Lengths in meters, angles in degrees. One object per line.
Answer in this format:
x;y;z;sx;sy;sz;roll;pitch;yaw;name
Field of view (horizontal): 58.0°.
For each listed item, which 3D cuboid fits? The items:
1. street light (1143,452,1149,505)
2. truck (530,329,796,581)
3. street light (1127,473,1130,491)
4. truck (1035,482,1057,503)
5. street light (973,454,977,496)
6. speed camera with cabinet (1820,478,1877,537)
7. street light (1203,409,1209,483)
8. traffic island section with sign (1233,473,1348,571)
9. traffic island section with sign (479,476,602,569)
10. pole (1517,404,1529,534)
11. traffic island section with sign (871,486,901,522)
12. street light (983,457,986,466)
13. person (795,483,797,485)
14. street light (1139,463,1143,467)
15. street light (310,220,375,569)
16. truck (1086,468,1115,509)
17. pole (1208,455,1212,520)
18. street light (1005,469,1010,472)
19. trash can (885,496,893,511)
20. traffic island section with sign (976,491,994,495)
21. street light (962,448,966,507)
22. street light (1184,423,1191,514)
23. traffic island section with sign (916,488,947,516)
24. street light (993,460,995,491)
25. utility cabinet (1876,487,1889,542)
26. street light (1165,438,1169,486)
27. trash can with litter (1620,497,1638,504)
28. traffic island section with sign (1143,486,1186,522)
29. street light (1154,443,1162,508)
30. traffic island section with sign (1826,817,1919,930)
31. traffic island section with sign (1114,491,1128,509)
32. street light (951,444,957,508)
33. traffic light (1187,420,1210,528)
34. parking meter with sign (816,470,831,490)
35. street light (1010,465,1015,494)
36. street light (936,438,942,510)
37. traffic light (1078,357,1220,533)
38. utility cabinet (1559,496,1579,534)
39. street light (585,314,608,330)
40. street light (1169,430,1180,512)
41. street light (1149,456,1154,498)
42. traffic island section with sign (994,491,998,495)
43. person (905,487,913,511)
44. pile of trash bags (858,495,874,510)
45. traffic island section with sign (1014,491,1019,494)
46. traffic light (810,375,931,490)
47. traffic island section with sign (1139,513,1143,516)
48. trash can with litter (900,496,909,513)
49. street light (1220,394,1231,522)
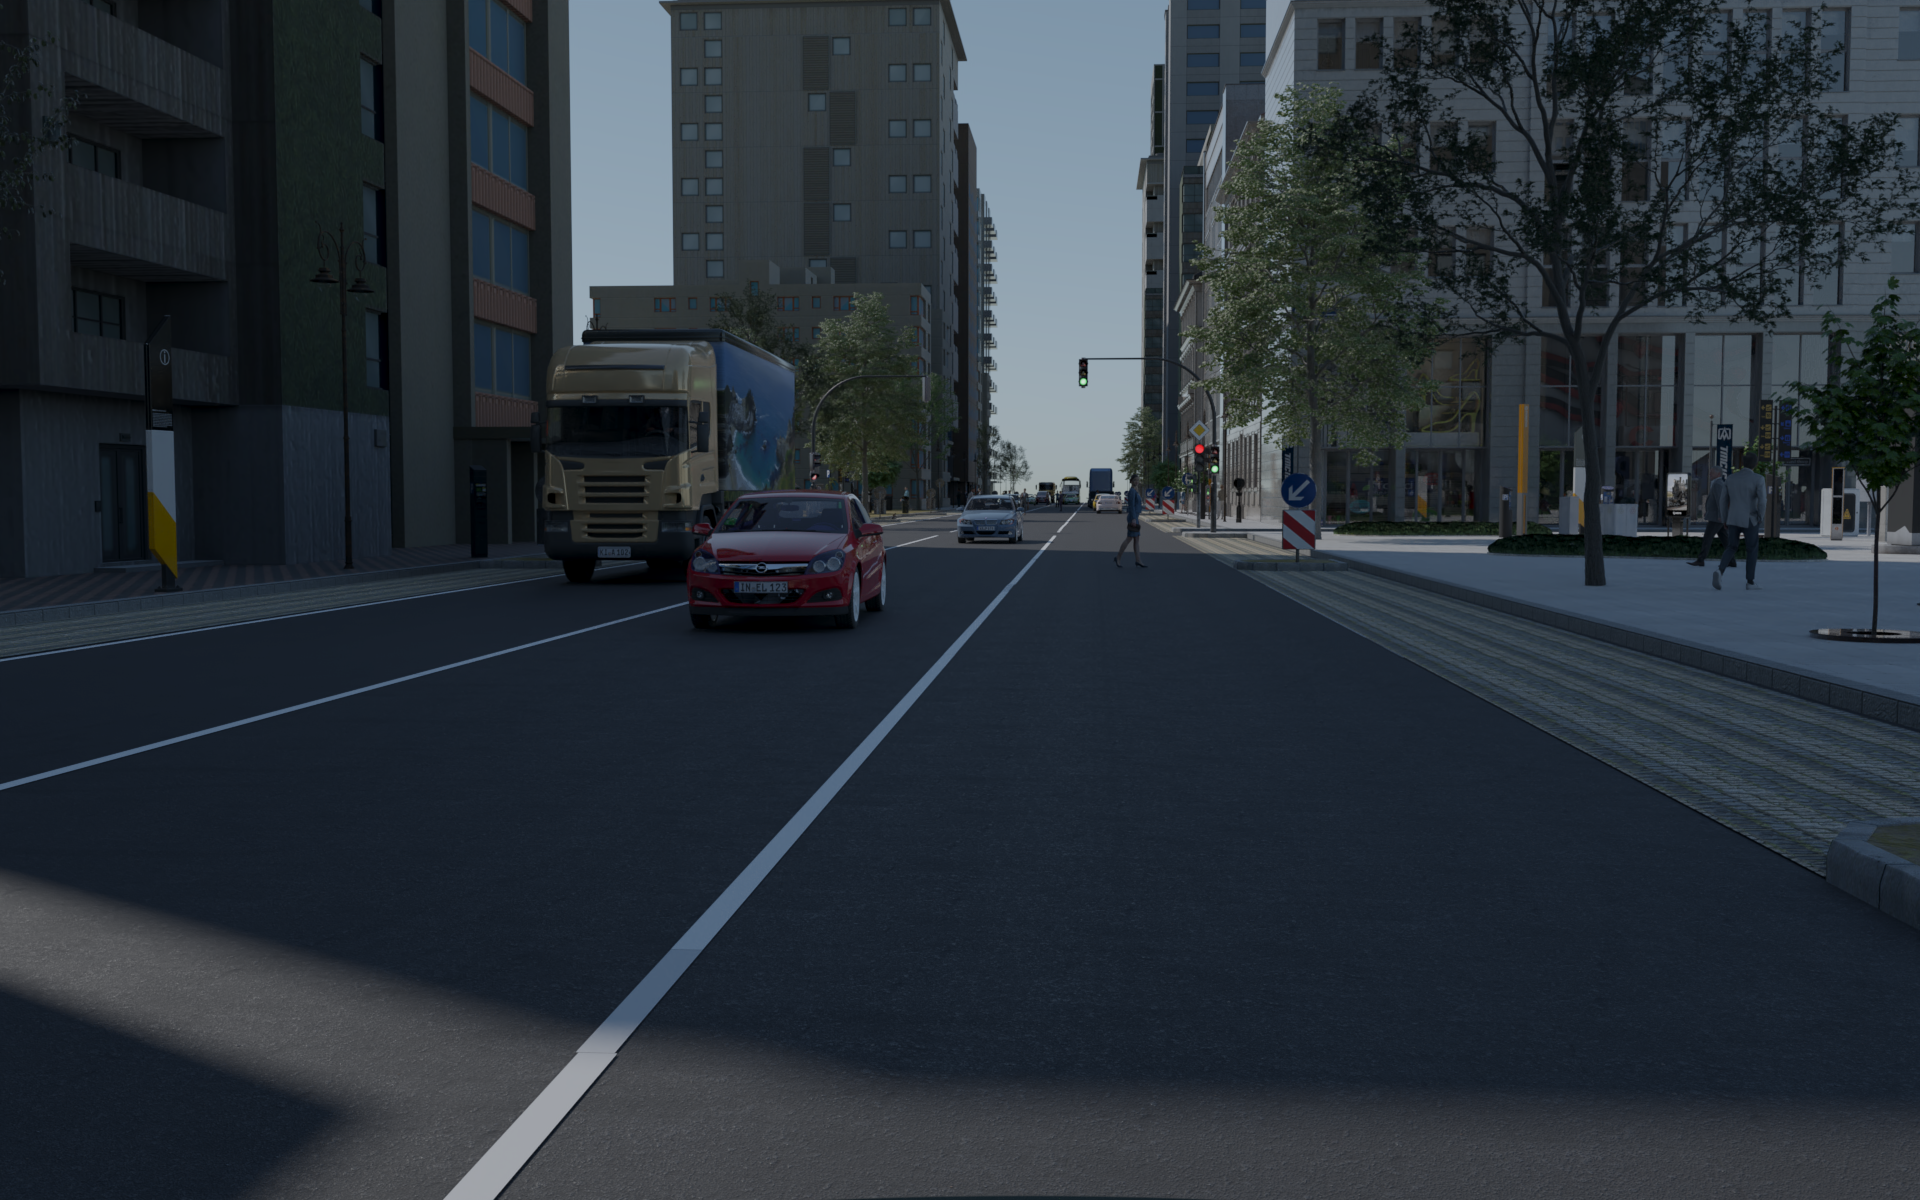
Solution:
20.224;-13.027;185.771;0.468;5.910;1.993;0;4;4;street light
-5.080;-2.620;31.752;2.839;4.237;11.283;0;4;3;truck
26.608;-18.087;268.504;0.468;5.910;1.993;0;4;4;street light
14.078;-17.410;280.576;3.469;3.379;9.791;0;4;4;truck
1.664;-13.223;188.983;0.468;5.910;1.993;0;4;4;street light
27.093;-3.554;52.450;2.038;3.252;0.660;-1;4;-20;speed camera with cabinet
13.308;-7.443;94.477;0.468;5.910;1.993;0;4;4;street light
6.248;-1.489;32.981;1.989;1.847;2.006;0;4;4;traffic island section with sign
-8.144;-1.551;33.982;1.989;1.847;2.006;0;4;4;traffic island section with sign
12.800;-2.786;39.393;0.158;3.312;0.155;0;3;0;pole
-4.036;-4.839;87.742;1.989;1.847;2.006;0;4;4;traffic island section with sign
2.840;-14.127;203.761;0.468;5.910;1.993;0;4;4;street light
-7.453;-4.411;78.589;0.534;1.772;0.576;-2;4;-30;person
21.356;-13.953;200.914;0.468;5.910;1.993;0;4;4;street light
-10.498;-3.474;29.584;0.468;5.910;1.993;0;4;4;street light
14.263;-11.225;173.286;2.967;4.110;18.799;0;4;3;truck
12.584;-5.698;87.002;0.158;3.312;0.155;0;3;0;pole
6.820;-17.359;256.612;0.468;5.910;1.993;0;4;4;street light
-5.469;-7.400;132.646;0.748;1.137;0.748;0;3;0;trash can
1.921;-9.616;165.842;1.989;1.847;2.006;0;4;4;traffic island section with sign
0.450;-12.293;173.782;0.468;5.910;1.993;0;4;4;street light
14.444;-8.391;109.982;0.468;5.910;1.993;0;4;4;street light
-1.907;-6.556;115.825;1.989;1.847;2.006;0;4;4;traffic island section with sign
4.521;-15.501;226.236;0.468;5.910;1.993;0;4;4;street light
25.038;-2.306;46.379;1.173;1.500;0.318;-2;4;-26;utility cabinet
16.842;-10.222;139.918;0.468;5.910;1.993;0;4;4;street light
52.397;-7.623;136.030;1.055;1.170;0.624;-1;4;-17;trash can with litter
10.466;-4.868;88.218;1.989;1.847;2.006;0;4;4;traffic island section with sign
17.955;-11.208;156.045;0.468;5.910;1.993;0;4;4;street light
4.165;0.169;5.859;1.989;1.847;2.006;0;4;4;traffic island section with sign
18.405;-11.233;192.280;1.989;1.847;2.006;0;4;4;traffic island section with sign
-0.605;-11.346;158.295;0.468;5.910;1.993;0;4;4;street light
9.015;-4.684;65.501;0.839;4.253;0.868;0;4;4;traffic light
-10.228;-7.867;124.887;1.738;3.016;0.543;-2;4;-26;parking meter with sign
7.930;-18.275;271.579;0.468;5.910;1.993;0;4;4;street light
-1.797;-10.431;143.331;0.468;5.910;1.993;0;4;4;street light
6.315;-5.070;57.556;4.771;5.953;1.251;0;4;4;traffic light
16.609;-2.208;47.271;0.306;1.237;1.020;2;4;33;utility cabinet
-9.320;-4.395;44.638;0.468;5.910;1.993;0;4;4;street light
15.563;-9.295;124.765;0.468;5.910;1.993;0;4;4;street light
19.150;-12.122;170.986;0.468;5.910;1.993;0;4;4;street light
3.969;-11.259;192.719;1.989;1.847;2.006;0;4;4;traffic island section with sign
-3.984;-7.656;131.078;0.748;1.841;0.638;1;4;21;person
-8.387;-7.924;139.313;1.912;1.369;3.447;3;5;41;pile of trash bags
8.192;-14.648;248.128;1.989;1.847;2.006;0;4;4;traffic island section with sign
-3.512;-5.615;66.473;4.771;5.953;1.251;0;4;4;traffic light
12.525;-6.527;115.348;1.989;1.847;2.006;0;4;4;traffic island section with sign
-3.678;-6.328;114.843;0.624;1.170;1.055;0;4;-4;trash can with litter
12.205;-6.539;79.694;0.468;5.910;1.993;0;4;4;street light
